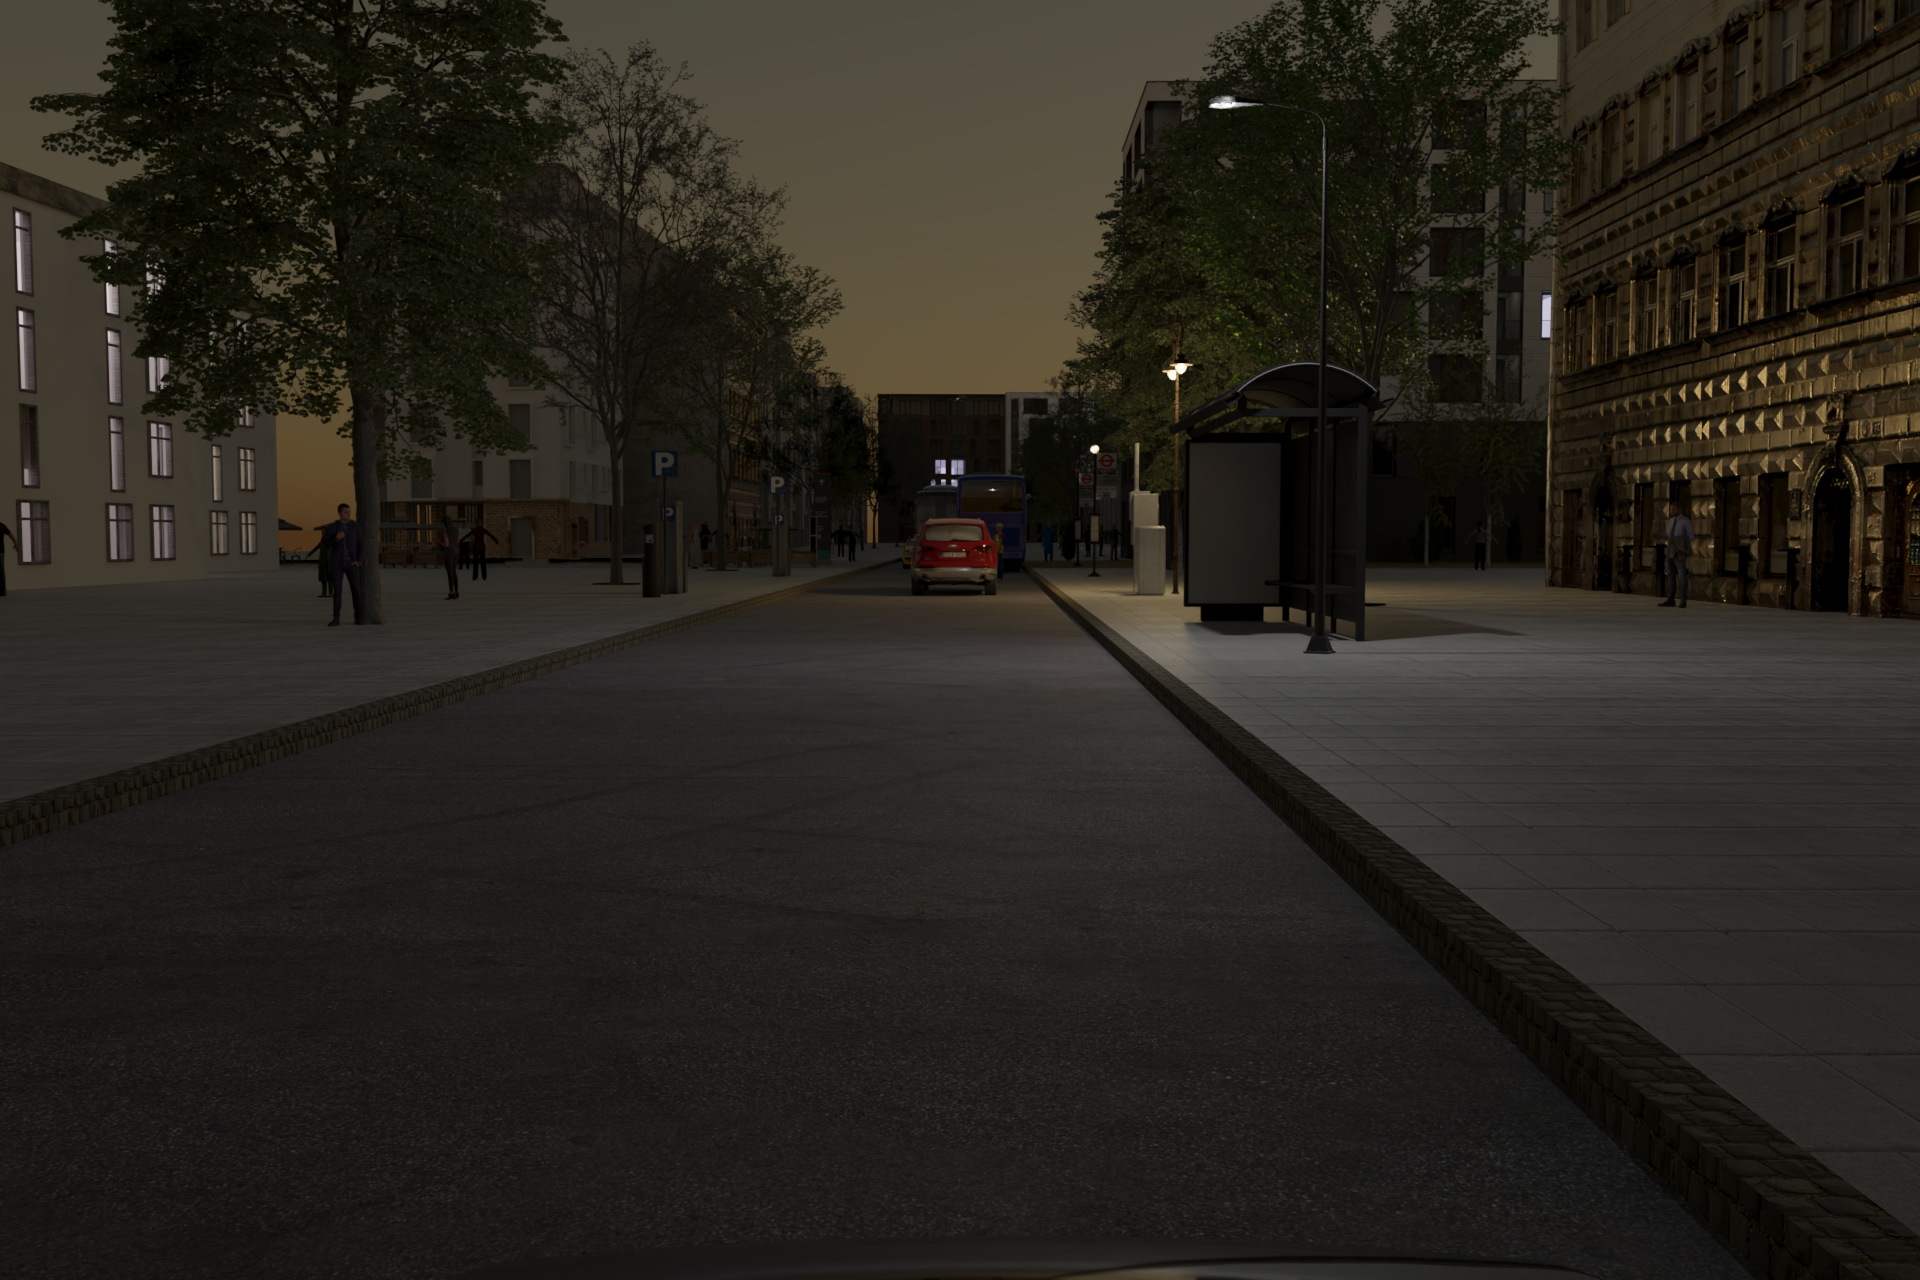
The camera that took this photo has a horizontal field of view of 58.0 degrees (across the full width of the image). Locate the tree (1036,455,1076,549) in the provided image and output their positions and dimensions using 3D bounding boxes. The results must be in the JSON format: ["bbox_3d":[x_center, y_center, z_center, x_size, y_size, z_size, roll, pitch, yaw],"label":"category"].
[{"bbox_3d":[8.679,-12.419,153.412,4.737,8.622,4.395,0,3,0],"label":"tree"}]

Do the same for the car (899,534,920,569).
[{"bbox_3d":[-1.500,-3.796,72.292,2.015,1.641,3.980,0,4,1],"label":"car"}]

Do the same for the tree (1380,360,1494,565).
[{"bbox_3d":[19.674,-7.435,71.932,4.737,8.622,4.395,0,3,0],"label":"tree"}]

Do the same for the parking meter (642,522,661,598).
[{"bbox_3d":[-6.244,-1.628,35.023,0.372,1.533,0.369,0,3,0],"label":"parking meter"}]

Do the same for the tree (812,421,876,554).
[{"bbox_3d":[-7.440,-9.830,111.086,4.737,8.622,4.395,0,3,0],"label":"tree"}]

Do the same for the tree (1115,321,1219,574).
[{"bbox_3d":[7.129,-6.416,55.260,4.360,8.622,3.978,0,3,0],"label":"tree"}]

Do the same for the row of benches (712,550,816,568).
[{"bbox_3d":[-7.402,-3.100,66.154,4.104,0.672,1.422,-1,4,-12],"label":"row of benches"}]

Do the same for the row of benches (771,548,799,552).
[{"bbox_3d":[-7.851,-3.730,76.453,1.422,0.672,4.104,0,4,7],"label":"row of benches"}]

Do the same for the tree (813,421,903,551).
[{"bbox_3d":[-7.810,-12.128,132.697,7.601,10.594,8.767,1,4,9],"label":"tree"}]

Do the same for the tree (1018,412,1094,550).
[{"bbox_3d":[8.597,-13.344,143.926,9.928,11.665,9.643,0,3,0],"label":"tree"}]

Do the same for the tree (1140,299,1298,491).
[{"bbox_3d":[11.051,-9.466,72.901,7.486,12.596,7.792,0,3,0],"label":"tree"}]

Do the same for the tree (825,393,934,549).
[{"bbox_3d":[-7.421,-14.623,149.449,12.009,13.543,11.850,0,3,0],"label":"tree"}]

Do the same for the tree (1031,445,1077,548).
[{"bbox_3d":[8.286,-11.409,136.904,4.360,8.622,3.978,0,3,0],"label":"tree"}]

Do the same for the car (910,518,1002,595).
[{"bbox_3d":[-0.110,-2.047,42.142,2.281,1.827,5.304,0,4,1],"label":"car"}]

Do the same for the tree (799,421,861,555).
[{"bbox_3d":[-7.727,-9.451,104.880,4.360,8.622,3.978,0,3,0],"label":"tree"}]

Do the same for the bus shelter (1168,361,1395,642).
[{"bbox_3d":[4.077,-1.779,23.018,2.014,3.302,5.546,0,4,0],"label":"bus shelter"}]

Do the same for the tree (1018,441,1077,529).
[{"bbox_3d":[8.389,-13.931,162.184,8.767,10.594,7.601,2,4,33],"label":"tree"}]

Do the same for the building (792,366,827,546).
[{"bbox_3d":[-24.634,-19.799,190.175,16.747,18.905,31.486,0,4,2],"label":"building"}]

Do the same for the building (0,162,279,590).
[{"bbox_3d":[-25.895,-6.554,49.301,9.099,9.664,28.070,0,4,1],"label":"building"}]

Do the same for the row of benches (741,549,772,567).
[{"bbox_3d":[-8.116,-3.354,70.293,1.422,0.672,4.104,1,4,9],"label":"row of benches"}]

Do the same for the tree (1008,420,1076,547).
[{"bbox_3d":[8.282,-15.513,171.765,7.486,12.596,7.792,0,3,0],"label":"tree"}]

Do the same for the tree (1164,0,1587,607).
[{"bbox_3d":[7.200,-6.420,30.720,9.928,11.665,9.643,0,3,0],"label":"tree"}]

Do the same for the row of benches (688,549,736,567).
[{"bbox_3d":[-9.995,-3.346,70.176,1.422,0.672,4.104,1,4,12],"label":"row of benches"}]

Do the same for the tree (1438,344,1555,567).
[{"bbox_3d":[20.568,-7.095,66.370,4.737,8.622,4.395,0,3,0],"label":"tree"}]

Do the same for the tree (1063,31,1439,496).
[{"bbox_3d":[7.278,-8.422,44.350,9.857,13.997,8.962,0,3,0],"label":"tree"}]

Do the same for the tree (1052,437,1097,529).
[{"bbox_3d":[8.270,-10.934,129.136,4.360,8.622,3.978,0,3,0],"label":"tree"}]

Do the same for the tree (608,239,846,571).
[{"bbox_3d":[-8.147,-8.208,59.953,9.928,11.665,9.643,0,3,0],"label":"tree"}]

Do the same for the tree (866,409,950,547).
[{"bbox_3d":[-6.060,-15.803,168.747,12.009,13.543,11.850,0,3,0],"label":"tree"}]

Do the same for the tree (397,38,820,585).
[{"bbox_3d":[-8.632,-8.131,43.320,12.009,13.543,11.850,0,3,0],"label":"tree"}]

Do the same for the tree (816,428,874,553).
[{"bbox_3d":[-7.367,-10.173,116.691,4.360,8.622,3.978,0,3,0],"label":"tree"}]

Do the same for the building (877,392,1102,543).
[{"bbox_3d":[4.044,-25.370,261.232,32.646,21.610,27.936,0,4,-2],"label":"building"}]

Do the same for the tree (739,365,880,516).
[{"bbox_3d":[-8.103,-9.712,93.199,8.767,10.594,7.601,1,4,11],"label":"tree"}]

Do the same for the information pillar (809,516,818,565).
[{"bbox_3d":[-6.036,-4.096,71.454,0.304,2.012,0.304,0,4,2],"label":"information pillar"}]

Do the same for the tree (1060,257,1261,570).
[{"bbox_3d":[7.465,-8.345,62.190,9.928,11.665,9.643,0,3,0],"label":"tree"}]

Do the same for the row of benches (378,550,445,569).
[{"bbox_3d":[-21.005,-3.036,65.101,4.104,0.672,1.422,1,4,22],"label":"row of benches"}]

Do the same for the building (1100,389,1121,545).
[{"bbox_3d":[27.194,-21.549,218.781,16.747,18.905,31.486,0,4,1],"label":"building"}]

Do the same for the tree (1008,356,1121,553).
[{"bbox_3d":[7.849,-12.721,118.359,12.009,13.543,11.850,0,3,0],"label":"tree"}]

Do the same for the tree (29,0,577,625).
[{"bbox_3d":[-8.683,-6.476,24.002,7.486,12.596,7.792,0,3,0],"label":"tree"}]

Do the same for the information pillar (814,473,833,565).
[{"bbox_3d":[-5.799,-5.127,73.198,0.750,3.857,0.750,0,4,1],"label":"information pillar"}]
